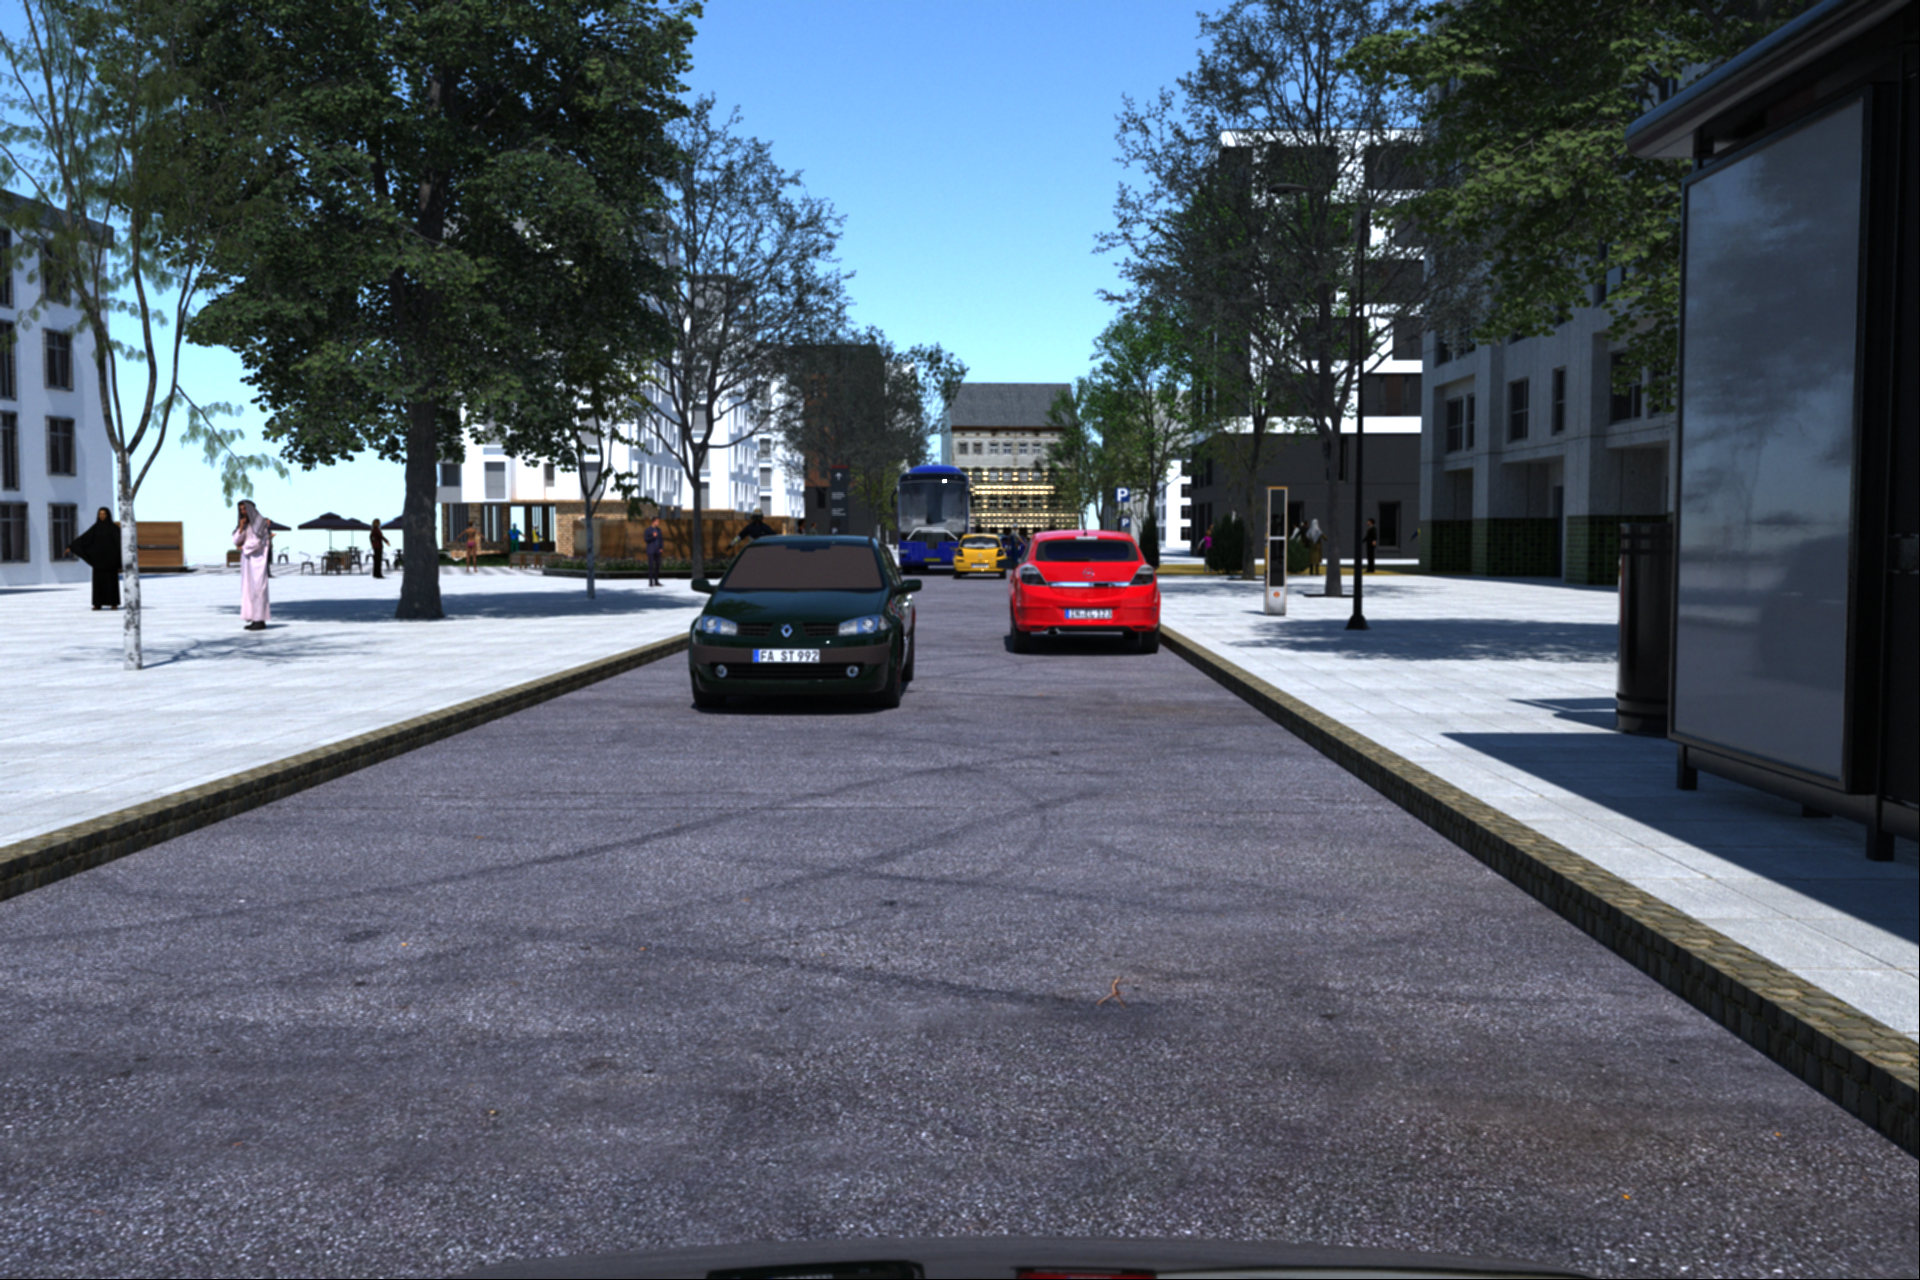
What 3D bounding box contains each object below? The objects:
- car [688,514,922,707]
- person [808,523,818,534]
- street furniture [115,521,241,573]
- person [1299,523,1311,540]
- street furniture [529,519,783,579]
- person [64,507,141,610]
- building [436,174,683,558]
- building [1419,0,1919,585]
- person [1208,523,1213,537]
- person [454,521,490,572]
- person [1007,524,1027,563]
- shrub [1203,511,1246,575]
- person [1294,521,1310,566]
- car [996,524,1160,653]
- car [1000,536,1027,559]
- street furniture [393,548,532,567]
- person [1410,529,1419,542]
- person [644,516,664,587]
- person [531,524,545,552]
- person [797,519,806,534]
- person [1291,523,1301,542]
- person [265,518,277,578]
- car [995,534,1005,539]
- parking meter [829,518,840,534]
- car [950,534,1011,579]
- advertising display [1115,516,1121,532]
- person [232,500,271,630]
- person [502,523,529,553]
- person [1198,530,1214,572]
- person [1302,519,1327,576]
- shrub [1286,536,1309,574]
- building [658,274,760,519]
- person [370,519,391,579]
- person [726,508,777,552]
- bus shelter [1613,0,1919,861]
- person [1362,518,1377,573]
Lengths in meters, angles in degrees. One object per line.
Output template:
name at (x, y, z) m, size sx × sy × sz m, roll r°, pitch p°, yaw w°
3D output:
car at (-1.324, -0.354, 15.578) m, size 2.009 × 1.686 × 4.222 m, roll 0°, pitch 4°, yaw 1°
person at (-6.550, -4.373, 77.762) m, size 0.705 × 1.796 × 1.348 m, roll -2°, pitch 4°, yaw -34°
street furniture at (-30.409, -3.225, 59.587) m, size 11.010 × 1.723 × 9.812 m, roll -1°, pitch 4°, yaw -22°
person at (17.108, -4.934, 86.438) m, size 1.354 × 1.858 × 0.705 m, roll -1°, pitch 4°, yaw -12°
street furniture at (-9.562, -2.781, 52.326) m, size 9.812 × 1.723 × 11.010 m, roll -2°, pitch 4°, yaw -31°
person at (-14.398, -1.366, 29.115) m, size 1.214 × 1.737 × 0.721 m, roll -1°, pitch 4°, yaw -9°
building at (-22.114, -14.443, 92.556) m, size 16.016 × 20.090 × 11.380 m, roll 0°, pitch 4°, yaw 1°
building at (24.074, -10.868, 44.156) m, size 16.747 × 18.905 × 31.486 m, roll 0°, pitch 4°, yaw 1°
person at (12.564, -4.911, 86.436) m, size 0.704 × 1.812 × 1.346 m, roll 2°, pitch 4°, yaw 31°
person at (-16.442, -3.152, 58.345) m, size 1.217 × 1.733 × 0.721 m, roll 0°, pitch 4°, yaw -2°
person at (2.227, -3.737, 69.412) m, size 0.705 × 1.847 × 1.347 m, roll -2°, pitch 4°, yaw -32°
shrub at (8.545, -3.098, 55.068) m, size 1.690 × 2.028 × 1.600 m, roll 0°, pitch 3°, yaw 0°
person at (13.415, -3.724, 67.112) m, size 0.704 × 1.802 × 1.346 m, roll -3°, pitch 4°, yaw -38°
car at (1.542, -0.813, 22.335) m, size 2.155 × 1.783 × 4.494 m, roll 0°, pitch 4°, yaw 1°
car at (2.651, -4.571, 87.308) m, size 1.945 × 1.354 × 3.894 m, roll 0°, pitch 4°, yaw 1°
street furniture at (-20.013, -3.421, 71.565) m, size 5.734 × 0.657 × 10.072 m, roll 0°, pitch 4°, yaw -6°
person at (19.847, -4.169, 74.129) m, size 1.349 × 1.833 × 0.705 m, roll 3°, pitch 4°, yaw 39°
person at (-7.497, -2.170, 42.438) m, size 0.541 × 1.710 × 0.530 m, roll -2°, pitch 4°, yaw -35°
person at (-21.429, -4.976, 87.821) m, size 0.721 × 1.772 × 1.216 m, roll -3°, pitch 5°, yaw -44°
person at (-5.661, -3.440, 62.393) m, size 0.704 × 1.843 × 1.345 m, roll 1°, pitch 4°, yaw 12°
person at (15.720, -4.586, 81.166) m, size 0.705 × 1.806 × 1.347 m, roll 2°, pitch 4°, yaw 30°
person at (-20.134, -2.695, 50.641) m, size 0.750 × 1.759 × 0.617 m, roll 1°, pitch 4°, yaw 16°
car at (3.503, -9.057, 159.874) m, size 2.131 × 1.459 × 4.920 m, roll 0°, pitch 4°, yaw 0°
parking meter at (-4.600, -3.539, 63.568) m, size 0.399 × 1.863 × 0.255 m, roll 0°, pitch 4°, yaw 2°
car at (0.661, -2.826, 56.424) m, size 2.015 × 1.641 × 3.980 m, roll 0°, pitch 4°, yaw 1°
advertising display at (5.613, -3.447, 61.579) m, size 0.123 × 1.923 × 0.974 m, roll 0°, pitch 4°, yaw 2°
person at (-9.519, -1.012, 23.257) m, size 0.551 × 1.740 × 0.621 m, roll 1°, pitch 4°, yaw 10°
person at (-21.549, -4.755, 83.874) m, size 1.347 × 1.817 × 0.704 m, roll 0°, pitch 4°, yaw 0°
person at (8.357, -2.979, 57.974) m, size 0.991 × 1.433 × 0.599 m, roll -2°, pitch 4°, yaw -30°
person at (10.991, -2.848, 53.333) m, size 0.721 × 1.736 × 1.217 m, roll -2°, pitch 4°, yaw -35°
shrub at (10.753, -2.719, 55.567) m, size 1.383 × 1.207 × 1.383 m, roll 0°, pitch 3°, yaw 0°
building at (-21.538, -16.568, 127.302) m, size 16.016 × 20.090 × 11.380 m, roll 0°, pitch 4°, yaw 2°
person at (-16.770, -2.647, 50.086) m, size 0.721 × 1.729 × 1.215 m, roll -3°, pitch 5°, yaw -41°
person at (-4.402, -1.948, 37.719) m, size 1.351 × 1.845 × 0.704 m, roll 0°, pitch 4°, yaw -6°
bus shelter at (4.385, -1.803, 7.112) m, size 2.179 × 5.291 × 8.768 m, roll 0°, pitch 4°, yaw 1°
person at (13.614, -3.139, 57.510) m, size 0.705 × 1.806 × 1.347 m, roll 0°, pitch 4°, yaw -5°
